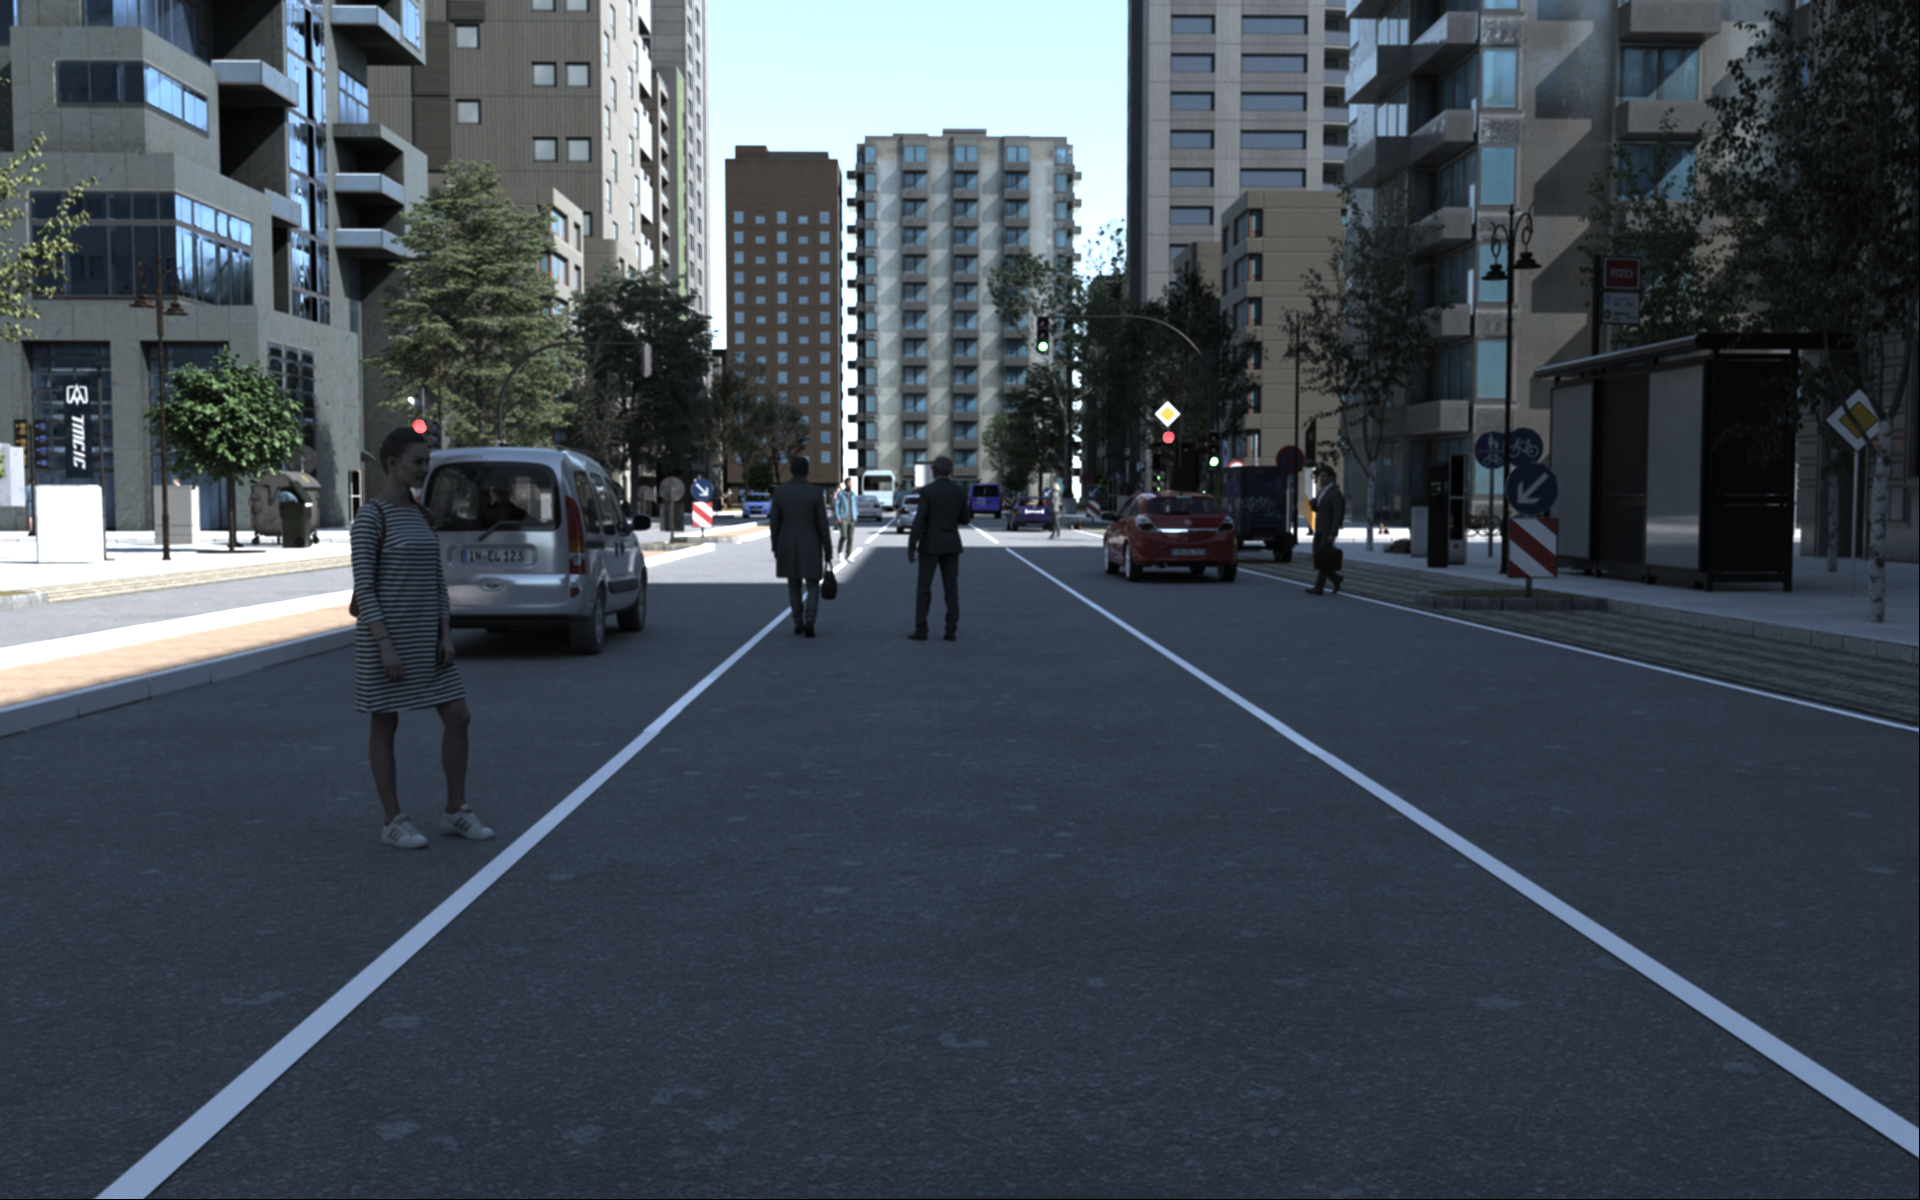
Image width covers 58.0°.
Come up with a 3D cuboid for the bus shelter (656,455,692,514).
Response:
[{"bbox_3d":[-17.464,-7.074,106.946,1.731,3.624,6.357,0,4,-1],"label":"bus shelter"}]

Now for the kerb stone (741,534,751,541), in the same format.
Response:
[{"bbox_3d":[-6.614,-1.889,53.167,0.120,0.150,1.000,0,4,-1],"label":"kerb stone"}]

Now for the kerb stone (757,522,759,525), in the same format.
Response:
[{"bbox_3d":[-9.226,-3.395,77.724,0.120,0.150,1.000,0,4,-1],"label":"kerb stone"}]

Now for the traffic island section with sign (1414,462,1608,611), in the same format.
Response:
[{"bbox_3d":[6.920,-0.824,22.100,1.989,1.847,2.006,0,4,-1],"label":"traffic island section with sign"}]

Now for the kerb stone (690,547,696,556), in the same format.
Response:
[{"bbox_3d":[-6.329,-1.107,40.312,0.120,0.150,1.000,0,4,-1],"label":"kerb stone"}]

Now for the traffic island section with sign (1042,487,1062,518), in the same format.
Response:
[{"bbox_3d":[5.156,-5.892,104.956,1.989,1.847,2.006,0,4,-1],"label":"traffic island section with sign"}]

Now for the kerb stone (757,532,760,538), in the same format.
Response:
[{"bbox_3d":[-6.673,-2.082,56.243,0.120,0.150,1.000,0,4,-1],"label":"kerb stone"}]

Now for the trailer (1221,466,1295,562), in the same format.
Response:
[{"bbox_3d":[6.195,-1.844,37.197,1.471,1.999,3.904,0,4,0],"label":"trailer"}]

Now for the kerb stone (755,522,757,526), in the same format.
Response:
[{"bbox_3d":[-9.204,-3.334,76.699,0.120,0.150,1.000,0,4,-1],"label":"kerb stone"}]

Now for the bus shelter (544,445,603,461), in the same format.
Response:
[{"bbox_3d":[-16.763,-4.902,74.064,2.014,3.302,5.546,0,4,-1],"label":"bus shelter"}]

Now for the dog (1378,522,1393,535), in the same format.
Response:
[{"bbox_3d":[13.547,-2.283,55.068,0.748,0.427,0.550,0,4,-6],"label":"dog"}]

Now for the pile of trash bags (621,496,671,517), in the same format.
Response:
[{"bbox_3d":[-17.336,-5.295,96.322,1.912,1.369,3.447,2,4,33],"label":"pile of trash bags"}]

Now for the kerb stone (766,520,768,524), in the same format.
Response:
[{"bbox_3d":[-9.315,-3.647,81.828,0.120,0.150,1.000,0,4,-1],"label":"kerb stone"}]

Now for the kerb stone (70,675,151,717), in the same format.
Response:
[{"bbox_3d":[-5.729,0.647,11.622,0.120,0.150,1.000,0,4,-1],"label":"kerb stone"}]

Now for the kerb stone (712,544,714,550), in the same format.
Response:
[{"bbox_3d":[-6.422,-1.353,44.413,0.120,0.150,1.000,0,4,-1],"label":"kerb stone"}]

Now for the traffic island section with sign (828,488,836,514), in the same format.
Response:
[{"bbox_3d":[-9.218,-7.263,126.884,2.006,1.907,1.989,0,4,-1],"label":"traffic island section with sign"}]

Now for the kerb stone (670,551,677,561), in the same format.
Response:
[{"bbox_3d":[-6.265,-0.920,37.243,0.120,0.150,1.000,0,4,-1],"label":"kerb stone"}]

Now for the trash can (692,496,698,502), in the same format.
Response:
[{"bbox_3d":[-17.954,-6.434,116.850,0.748,1.137,0.748,0,3,0],"label":"trash can"}]

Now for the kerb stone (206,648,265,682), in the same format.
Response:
[{"bbox_3d":[-5.757,0.521,13.672,0.120,0.150,1.000,0,4,-1],"label":"kerb stone"}]

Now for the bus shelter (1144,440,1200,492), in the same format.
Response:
[{"bbox_3d":[9.525,-5.296,77.880,1.731,3.624,6.357,0,4,-1],"label":"bus shelter"}]

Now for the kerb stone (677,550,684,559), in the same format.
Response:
[{"bbox_3d":[-6.291,-0.980,38.269,0.120,0.150,1.000,0,4,-1],"label":"kerb stone"}]

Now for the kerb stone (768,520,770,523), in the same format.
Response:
[{"bbox_3d":[-9.330,-3.703,82.851,0.120,0.150,1.000,0,4,-1],"label":"kerb stone"}]

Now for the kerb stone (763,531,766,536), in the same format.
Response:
[{"bbox_3d":[-6.723,-2.207,58.287,0.120,0.150,1.000,0,4,-1],"label":"kerb stone"}]

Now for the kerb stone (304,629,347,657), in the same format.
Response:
[{"bbox_3d":[-5.813,0.396,15.715,0.120,0.150,1.000,0,4,-1],"label":"kerb stone"}]

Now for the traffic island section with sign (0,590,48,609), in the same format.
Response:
[{"bbox_3d":[-12.815,-0.814,21.940,1.989,1.847,2.006,0,4,-1],"label":"traffic island section with sign"}]

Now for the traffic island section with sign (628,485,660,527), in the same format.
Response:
[{"bbox_3d":[-13.974,-4.162,76.672,1.989,1.847,2.006,0,4,-1],"label":"traffic island section with sign"}]

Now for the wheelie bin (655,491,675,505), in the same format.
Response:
[{"bbox_3d":[-17.021,-5.582,99.179,0.693,1.594,0.980,2,4,25],"label":"wheelie bin"}]

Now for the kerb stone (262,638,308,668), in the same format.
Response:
[{"bbox_3d":[-5.790,0.461,14.693,0.120,0.150,1.000,0,4,-1],"label":"kerb stone"}]

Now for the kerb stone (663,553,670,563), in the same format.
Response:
[{"bbox_3d":[-6.251,-0.856,36.221,0.120,0.150,1.000,0,4,-1],"label":"kerb stone"}]

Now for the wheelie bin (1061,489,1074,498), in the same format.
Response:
[{"bbox_3d":[7.194,-6.580,115.496,0.980,1.594,0.693,2,4,33],"label":"wheelie bin"}]

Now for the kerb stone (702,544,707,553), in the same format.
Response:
[{"bbox_3d":[-6.371,-1.233,42.370,0.120,0.150,1.000,0,4,-1],"label":"kerb stone"}]

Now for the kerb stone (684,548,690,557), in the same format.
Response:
[{"bbox_3d":[-6.316,-1.046,39.290,0.120,0.150,1.000,0,4,-1],"label":"kerb stone"}]

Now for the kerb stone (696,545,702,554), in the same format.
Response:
[{"bbox_3d":[-6.355,-1.171,41.344,0.120,0.150,1.000,0,4,-1],"label":"kerb stone"}]

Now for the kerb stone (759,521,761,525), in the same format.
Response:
[{"bbox_3d":[-9.254,-3.460,78.761,0.120,0.150,1.000,0,4,-1],"label":"kerb stone"}]

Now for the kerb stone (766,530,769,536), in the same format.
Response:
[{"bbox_3d":[-6.735,-2.267,59.312,0.120,0.150,1.000,0,4,-1],"label":"kerb stone"}]

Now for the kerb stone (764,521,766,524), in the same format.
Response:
[{"bbox_3d":[-9.291,-3.585,80.806,0.120,0.150,1.000,0,4,-1],"label":"kerb stone"}]

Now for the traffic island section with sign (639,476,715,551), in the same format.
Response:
[{"bbox_3d":[-7.466,-2.215,44.356,2.006,1.907,1.989,0,4,-1],"label":"traffic island section with sign"}]

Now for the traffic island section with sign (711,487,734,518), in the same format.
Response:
[{"bbox_3d":[-14.547,-5.810,103.621,1.989,1.847,2.006,0,4,-1],"label":"traffic island section with sign"}]

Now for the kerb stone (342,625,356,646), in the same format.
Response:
[{"bbox_3d":[-5.840,0.334,16.737,0.120,0.150,1.000,0,4,-1],"label":"kerb stone"}]

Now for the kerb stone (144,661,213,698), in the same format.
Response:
[{"bbox_3d":[-5.744,0.584,12.650,0.120,0.150,1.000,0,4,-1],"label":"kerb stone"}]

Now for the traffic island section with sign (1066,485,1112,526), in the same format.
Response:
[{"bbox_3d":[5.748,-4.193,77.185,1.989,1.847,2.006,0,4,-1],"label":"traffic island section with sign"}]

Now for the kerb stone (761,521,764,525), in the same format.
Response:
[{"bbox_3d":[-9.267,-3.522,79.783,0.120,0.150,1.000,0,4,-1],"label":"kerb stone"}]

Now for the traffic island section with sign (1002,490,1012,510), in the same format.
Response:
[{"bbox_3d":[4.112,-8.899,154.127,1.989,1.847,2.006,0,4,-1],"label":"traffic island section with sign"}]

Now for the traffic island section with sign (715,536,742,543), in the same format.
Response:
[{"bbox_3d":[-7.614,-2.668,51.762,2.006,1.907,1.989,0,4,-1],"label":"traffic island section with sign"}]

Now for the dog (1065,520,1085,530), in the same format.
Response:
[{"bbox_3d":[4.623,-3.023,69.615,0.748,0.427,0.550,2,4,35],"label":"dog"}]

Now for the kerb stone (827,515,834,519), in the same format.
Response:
[{"bbox_3d":[-7.650,-4.905,102.387,0.120,0.150,1.000,0,4,-1],"label":"kerb stone"}]

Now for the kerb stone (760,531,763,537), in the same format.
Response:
[{"bbox_3d":[-6.691,-2.144,57.266,0.120,0.150,1.000,0,4,-1],"label":"kerb stone"}]

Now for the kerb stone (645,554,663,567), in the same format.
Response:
[{"bbox_3d":[-6.223,-0.792,35.189,0.120,0.150,1.000,0,4,-1],"label":"kerb stone"}]

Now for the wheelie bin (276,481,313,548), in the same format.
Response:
[{"bbox_3d":[-15.845,-2.039,41.248,0.693,1.594,0.980,0,4,-3],"label":"wheelie bin"}]

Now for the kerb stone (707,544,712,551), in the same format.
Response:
[{"bbox_3d":[-6.392,-1.296,43.391,0.120,0.150,1.000,0,4,-1],"label":"kerb stone"}]

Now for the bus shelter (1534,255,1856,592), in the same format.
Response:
[{"bbox_3d":[10.507,-3.009,26.824,2.179,5.291,8.768,0,4,-1],"label":"bus shelter"}]

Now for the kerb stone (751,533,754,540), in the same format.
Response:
[{"bbox_3d":[-6.620,-1.957,54.189,0.120,0.150,1.000,0,4,-1],"label":"kerb stone"}]

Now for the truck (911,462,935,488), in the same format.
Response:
[{"bbox_3d":[-2.937,-10.150,154.860,2.839,4.237,11.283,0,4,-2],"label":"truck"}]

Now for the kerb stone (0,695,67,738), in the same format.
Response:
[{"bbox_3d":[-5.703,0.710,10.587,0.120,0.150,1.000,0,4,-1],"label":"kerb stone"}]

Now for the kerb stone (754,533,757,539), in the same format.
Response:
[{"bbox_3d":[-6.645,-2.020,55.217,0.120,0.150,1.000,0,4,-1],"label":"kerb stone"}]
